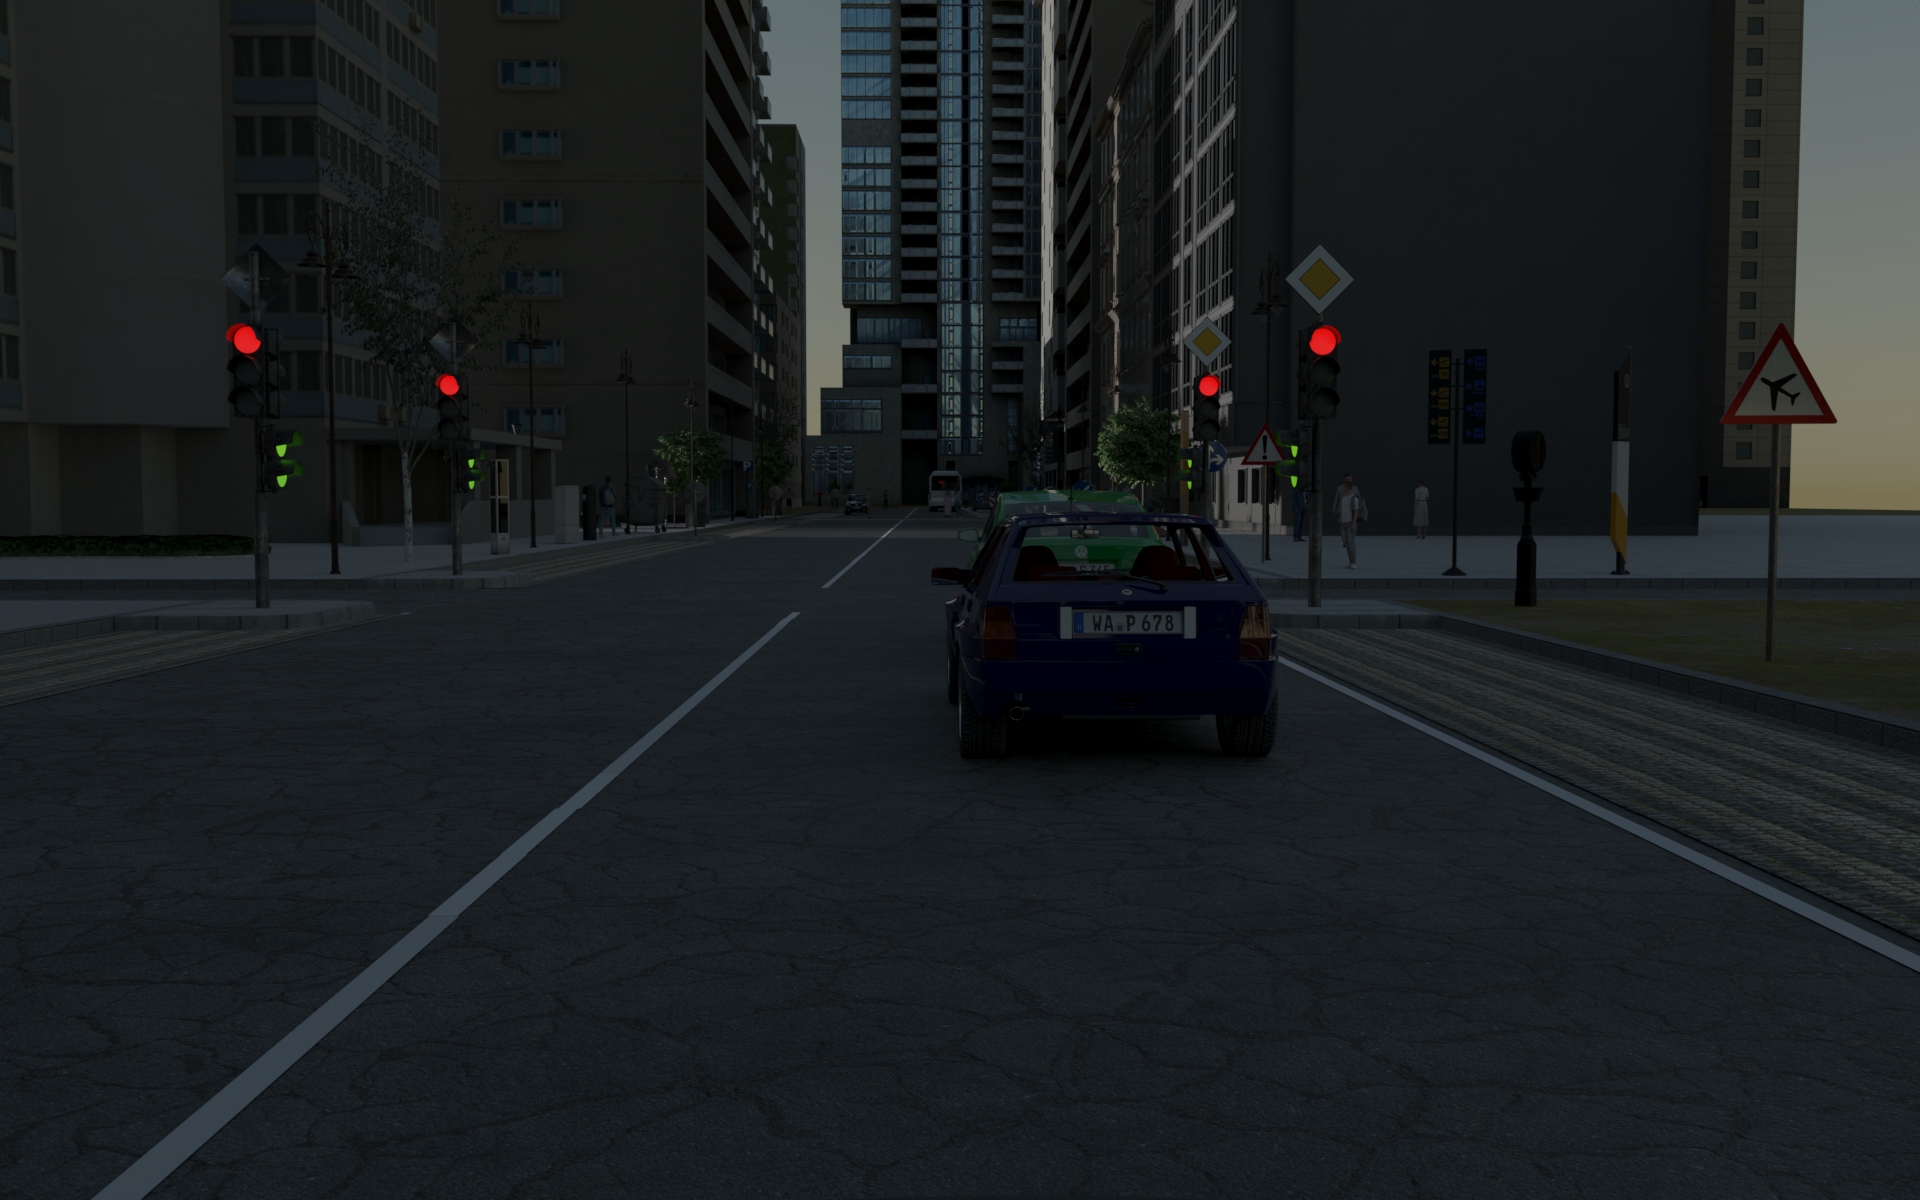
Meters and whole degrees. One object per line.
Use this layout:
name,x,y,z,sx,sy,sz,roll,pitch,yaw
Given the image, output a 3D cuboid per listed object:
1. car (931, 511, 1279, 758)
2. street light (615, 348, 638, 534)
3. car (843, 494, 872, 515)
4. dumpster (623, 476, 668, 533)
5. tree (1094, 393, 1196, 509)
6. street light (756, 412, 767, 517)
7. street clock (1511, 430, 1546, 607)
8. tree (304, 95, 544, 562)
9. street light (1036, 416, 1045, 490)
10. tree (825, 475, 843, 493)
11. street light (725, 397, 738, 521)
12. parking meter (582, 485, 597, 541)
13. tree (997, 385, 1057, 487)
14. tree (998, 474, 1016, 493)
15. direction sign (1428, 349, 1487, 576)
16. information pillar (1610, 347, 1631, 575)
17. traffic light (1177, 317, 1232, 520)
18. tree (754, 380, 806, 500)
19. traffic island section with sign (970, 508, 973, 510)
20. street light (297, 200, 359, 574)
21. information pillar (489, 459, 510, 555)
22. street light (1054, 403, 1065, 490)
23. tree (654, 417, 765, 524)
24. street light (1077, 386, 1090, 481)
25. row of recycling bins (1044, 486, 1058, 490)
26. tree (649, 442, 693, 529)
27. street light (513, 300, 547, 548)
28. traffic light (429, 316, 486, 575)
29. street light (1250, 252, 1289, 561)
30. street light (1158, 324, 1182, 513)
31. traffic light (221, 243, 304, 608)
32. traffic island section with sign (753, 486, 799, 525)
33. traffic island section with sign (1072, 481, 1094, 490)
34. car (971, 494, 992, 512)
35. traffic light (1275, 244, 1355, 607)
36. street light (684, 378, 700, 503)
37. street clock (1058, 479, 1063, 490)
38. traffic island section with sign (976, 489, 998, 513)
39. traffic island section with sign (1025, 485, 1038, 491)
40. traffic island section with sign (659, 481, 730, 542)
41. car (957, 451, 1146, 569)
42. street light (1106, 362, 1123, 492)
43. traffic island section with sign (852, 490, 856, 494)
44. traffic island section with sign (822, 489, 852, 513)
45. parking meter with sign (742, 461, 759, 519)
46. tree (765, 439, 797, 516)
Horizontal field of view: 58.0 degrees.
car,0.802,0.112,10.751,1.945,1.354,3.894,0,4,-2
street light,-10.548,-5.022,54.891,0.468,5.910,1.993,0,4,-1
car,-7.030,-6.732,119.859,2.009,1.686,4.222,0,4,1
dumpster,-10.431,-3.157,57.375,1.264,1.857,1.865,0,4,-1
tree,5.972,-4.441,56.319,4.285,4.588,4.351,0,3,0
street light,-11.109,-7.607,97.164,0.468,5.910,1.993,0,4,-1
street clock,6.489,-0.932,19.809,0.358,2.002,0.471,3,5,40
tree,-10.258,-5.017,32.391,4.360,8.622,3.978,0,3,0
street light,4.741,-7.925,102.357,0.468,5.910,1.993,0,4,-1
tree,-12.396,-10.825,171.587,1.663,3.219,1.824,0,3,0
street light,-10.916,-6.738,82.949,0.468,5.910,1.993,0,4,-1
parking meter,-10.233,-2.411,47.829,0.372,1.533,0.369,0,3,0
tree,4.669,-10.123,115.869,4.360,8.622,3.978,0,3,0
tree,4.404,-10.388,164.437,1.663,3.219,1.824,0,3,0
direction sign,7.792,-2.153,27.203,0.876,3.537,0.379,1,4,20
information pillar,10.468,-2.207,27.434,0.183,3.616,0.504,3,5,42
traffic light,3.894,-2.365,27.587,0.839,4.253,0.868,0,4,-1
tree,-11.777,-9.742,109.648,4.360,8.622,3.978,0,3,0
traffic island section with sign,1.925,-9.104,157.480,1.989,1.847,2.006,0,4,-1
street light,-10.019,-3.352,27.600,0.468,5.910,1.993,0,4,-1
information pillar,-9.756,-1.969,36.692,0.304,2.012,0.304,-3,5,-44
street light,5.032,-7.033,87.784,0.468,5.910,1.993,0,4,-1
tree,-11.411,-5.498,73.613,4.285,4.588,4.351,0,3,0
street light,5.263,-6.203,74.210,0.468,5.910,1.993,0,4,-1
row of recycling bins,5.095,-5.402,95.430,1.069,1.692,3.534,0,4,2
tree,-10.786,-4.281,64.595,1.663,3.219,1.824,0,3,0
street light,-10.218,-4.191,41.319,0.468,5.910,1.993,0,4,-1
traffic light,-7.966,-2.353,27.388,0.839,4.253,0.868,0,4,-1
street light,5.922,-3.700,33.284,0.468,5.910,1.993,0,4,-1
street light,5.682,-4.543,47.062,0.468,5.910,1.993,0,4,-1
traffic light,-7.842,-1.864,19.404,0.839,4.253,0.868,0,4,-1
traffic island section with sign,-8.495,-4.371,80.090,1.989,1.847,2.006,0,4,-1
traffic island section with sign,3.548,-2.671,52.297,1.989,1.847,2.006,0,4,-1
car,1.938,-7.979,142.462,2.014,1.417,4.499,0,4,-1
traffic light,4.018,-1.877,19.603,0.839,4.253,0.868,0,4,-1
street light,-10.686,-5.897,69.210,0.468,5.910,1.993,0,4,-1
street clock,4.806,-4.800,83.050,0.358,2.002,0.471,0,4,4
traffic island section with sign,2.358,-7.414,129.844,1.989,1.847,2.006,0,4,-1
traffic island section with sign,3.141,-4.323,79.308,1.989,1.847,2.006,0,4,-1
traffic island section with sign,-8.072,-2.706,52.868,1.989,1.847,2.006,0,4,-1
car,0.958,-0.454,16.227,1.959,1.807,4.718,0,4,-1
street light,5.381,-5.373,60.635,0.468,5.910,1.993,0,4,-1
traffic island section with sign,-9.681,-9.060,156.755,1.989,1.847,2.006,0,4,-1
traffic island section with sign,-9.261,-7.379,129.274,1.989,1.847,2.006,0,4,-1
parking meter with sign,-10.964,-5.795,91.015,0.543,3.016,1.738,0,4,7
tree,-11.328,-7.223,101.807,4.285,4.588,4.351,0,3,0
